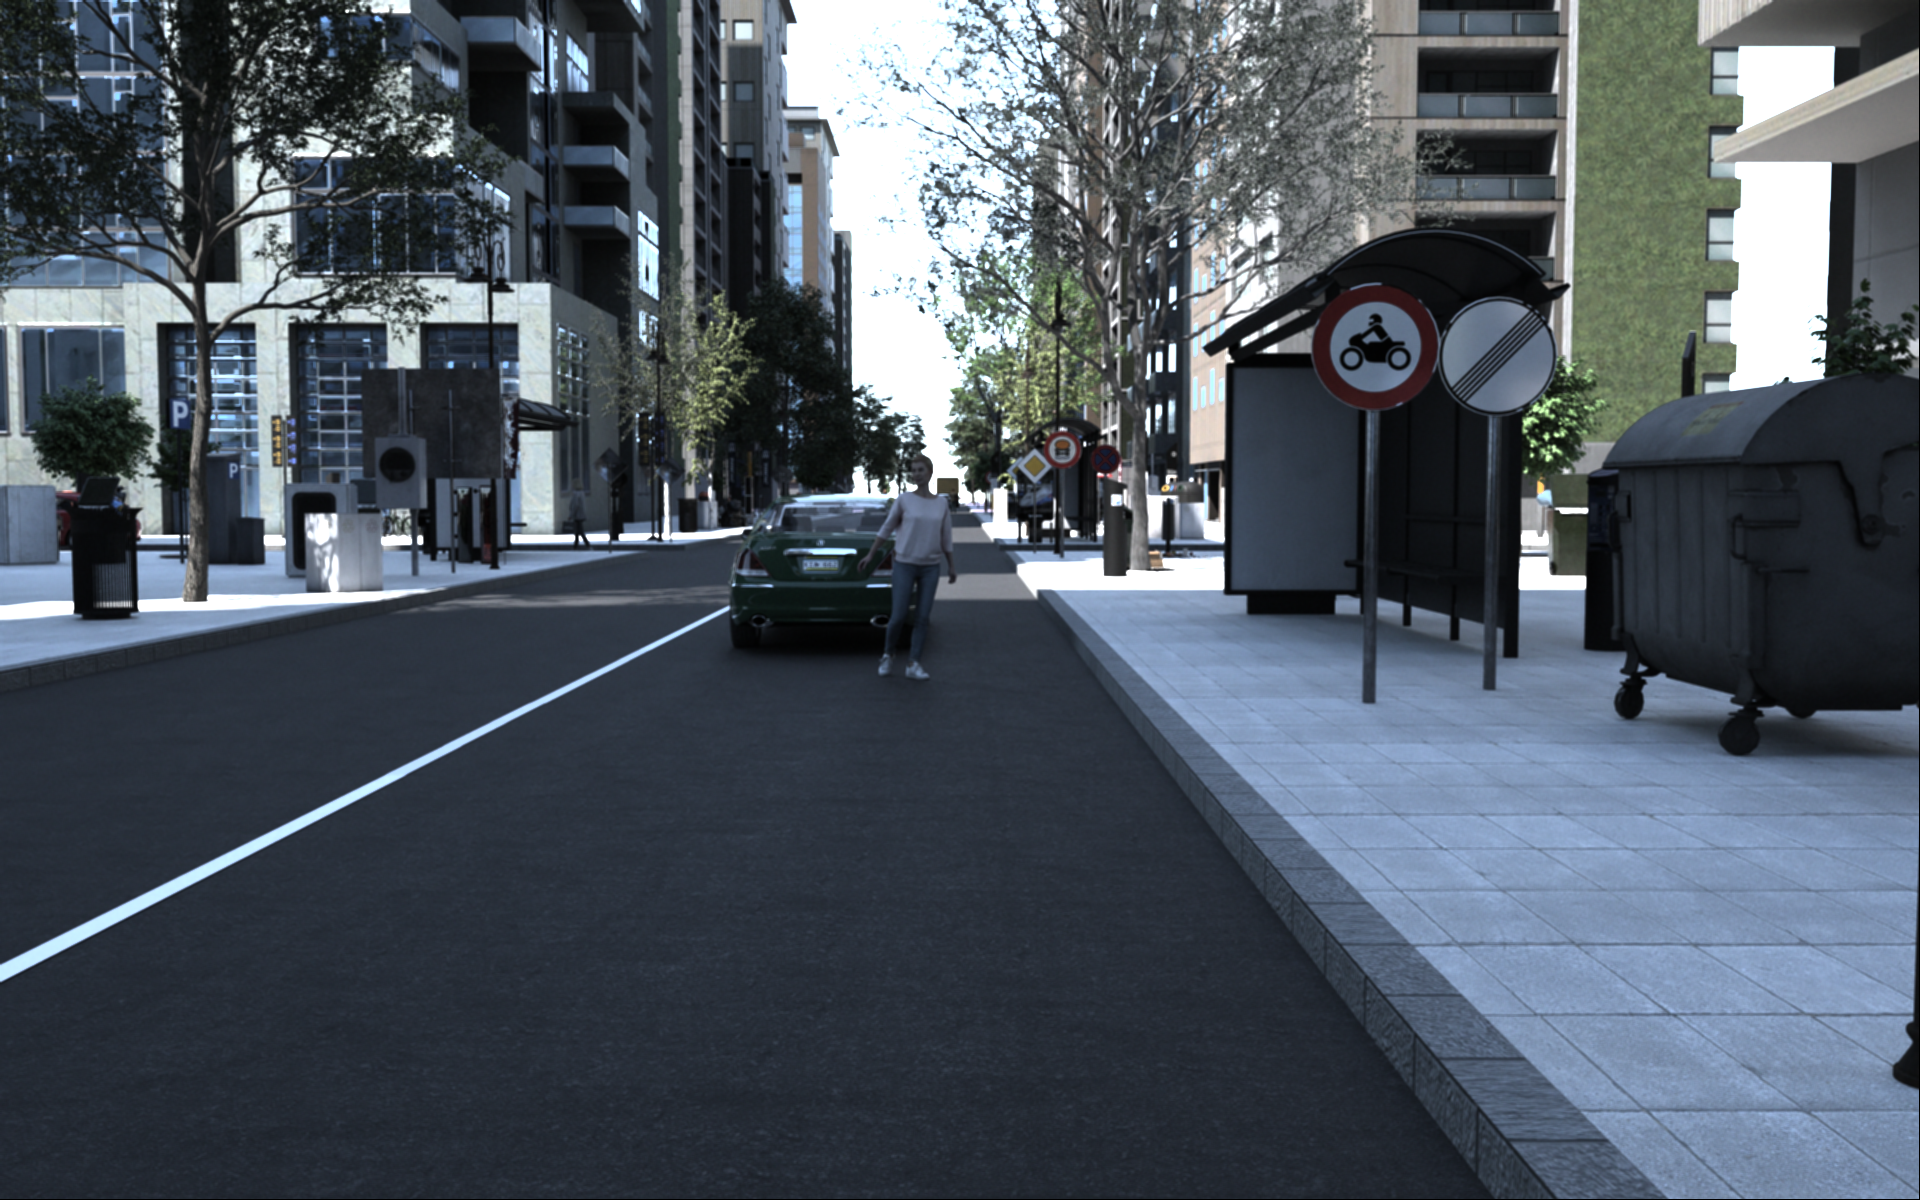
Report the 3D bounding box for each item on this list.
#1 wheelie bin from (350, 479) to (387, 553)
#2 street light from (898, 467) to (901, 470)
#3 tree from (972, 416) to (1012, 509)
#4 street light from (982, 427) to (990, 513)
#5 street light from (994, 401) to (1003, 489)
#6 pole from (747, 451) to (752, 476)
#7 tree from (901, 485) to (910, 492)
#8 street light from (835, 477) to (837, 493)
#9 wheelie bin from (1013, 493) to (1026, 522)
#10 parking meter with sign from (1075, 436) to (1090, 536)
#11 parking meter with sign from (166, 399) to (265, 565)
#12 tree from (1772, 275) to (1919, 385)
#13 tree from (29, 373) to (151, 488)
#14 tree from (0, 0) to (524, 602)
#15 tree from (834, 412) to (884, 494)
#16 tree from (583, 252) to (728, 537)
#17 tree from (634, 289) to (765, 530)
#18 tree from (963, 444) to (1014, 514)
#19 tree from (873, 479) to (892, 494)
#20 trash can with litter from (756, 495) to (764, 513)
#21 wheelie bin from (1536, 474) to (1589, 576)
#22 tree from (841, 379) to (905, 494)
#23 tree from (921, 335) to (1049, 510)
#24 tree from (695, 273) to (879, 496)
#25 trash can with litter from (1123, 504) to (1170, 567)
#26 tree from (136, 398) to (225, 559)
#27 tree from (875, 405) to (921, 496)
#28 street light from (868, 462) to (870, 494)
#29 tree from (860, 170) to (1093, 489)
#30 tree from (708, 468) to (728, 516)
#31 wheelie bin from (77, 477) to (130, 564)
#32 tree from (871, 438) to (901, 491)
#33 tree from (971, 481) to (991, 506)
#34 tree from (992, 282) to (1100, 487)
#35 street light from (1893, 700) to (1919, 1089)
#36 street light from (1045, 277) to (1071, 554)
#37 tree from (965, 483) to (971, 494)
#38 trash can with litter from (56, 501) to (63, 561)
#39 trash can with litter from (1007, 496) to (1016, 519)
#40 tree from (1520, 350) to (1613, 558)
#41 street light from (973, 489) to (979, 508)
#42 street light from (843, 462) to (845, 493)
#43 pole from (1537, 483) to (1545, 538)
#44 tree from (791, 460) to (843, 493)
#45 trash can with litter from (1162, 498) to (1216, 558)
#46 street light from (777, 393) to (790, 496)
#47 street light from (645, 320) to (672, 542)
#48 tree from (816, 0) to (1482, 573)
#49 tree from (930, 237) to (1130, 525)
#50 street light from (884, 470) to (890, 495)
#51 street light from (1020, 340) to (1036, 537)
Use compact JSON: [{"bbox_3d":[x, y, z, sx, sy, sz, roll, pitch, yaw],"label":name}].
[{"bbox_3d":[-12.778,-1.793,37.218,0.980,1.594,0.693,-1,4,-14],"label":"wheelie bin"},{"bbox_3d":[-8.404,-16.289,239.116,0.468,5.910,1.993,0,3,0],"label":"street light"},{"bbox_3d":[2.935,-13.609,172.864,4.360,8.622,3.978,0,3,0],"label":"tree"},{"bbox_3d":[1.835,-9.018,120.232,0.468,5.910,1.993,0,3,0],"label":"street light"},{"bbox_3d":[1.928,-6.932,86.133,0.468,5.910,1.993,0,3,0],"label":"street light"},{"bbox_3d":[-10.015,-5.425,82.549,0.158,3.312,0.155,0,3,0],"label":"pole"},{"bbox_3d":[-8.753,-17.339,278.094,1.663,3.219,1.824,0,3,0],"label":"tree"},{"bbox_3d":[-8.167,-8.631,113.906,0.468,5.910,1.993,0,3,0],"label":"street light"},{"bbox_3d":[2.920,-4.342,78.902,0.980,1.594,0.693,0,4,8],"label":"wheelie bin"},{"bbox_3d":[3.789,-3.480,53.155,0.543,3.016,1.738,0,4,-3],"label":"parking meter with sign"},{"bbox_3d":[-13.581,-2.168,31.704,1.738,3.016,0.543,1,4,16],"label":"parking meter with sign"},{"bbox_3d":[8.092,-1.271,15.379,1.663,3.219,1.824,0,3,0],"label":"tree"},{"bbox_3d":[-23.605,-3.877,47.097,4.285,4.588,4.351,0,3,0],"label":"tree"},{"bbox_3d":[-8.773,-5.259,20.396,7.601,10.594,8.767,-2,4,-27],"label":"tree"},{"bbox_3d":[-9.341,-11.812,143.485,4.737,8.622,4.395,0,3,0],"label":"tree"},{"bbox_3d":[-9.061,-6.214,51.968,4.360,8.622,3.978,0,3,0],"label":"tree"},{"bbox_3d":[-9.134,-6.803,61.587,4.737,8.622,4.395,0,3,0],"label":"tree"},{"bbox_3d":[2.221,-7.856,112.165,4.285,4.588,4.351,0,3,0],"label":"tree"},{"bbox_3d":[-8.516,-11.677,185.527,1.663,3.219,1.824,0,3,0],"label":"tree"},{"bbox_3d":[-13.833,-6.642,119.656,1.678,1.210,2.233,0,4,2],"label":"trash can with litter"},{"bbox_3d":[9.551,-1.181,27.218,0.980,1.594,0.693,1,4,8],"label":"wheelie bin"},{"bbox_3d":[-9.174,-15.460,170.896,7.486,12.596,7.792,0,3,0],"label":"tree"},{"bbox_3d":[2.669,-14.145,137.921,9.857,13.997,8.962,0,3,0],"label":"tree"},{"bbox_3d":[-8.992,-10.570,89.825,9.611,12.733,9.660,0,3,0],"label":"tree"},{"bbox_3d":[3.127,-1.157,30.307,1.055,1.170,0.624,0,4,0],"label":"trash can with litter"},{"bbox_3d":[-15.678,-2.456,34.752,1.663,3.219,1.824,0,3,0],"label":"tree"},{"bbox_3d":[-8.548,-20.760,246.084,9.857,13.997,8.962,0,3,0],"label":"tree"},{"bbox_3d":[-8.217,-11.213,156.119,0.468,5.910,1.993,0,3,0],"label":"street light"},{"bbox_3d":[0.958,-15.031,101.650,12.611,20.169,13.585,0,3,0],"label":"tree"},{"bbox_3d":[-14.021,-6.414,99.475,1.663,3.219,1.824,0,3,0],"label":"tree"},{"bbox_3d":[-15.823,-1.473,31.988,0.980,1.594,0.693,0,4,7],"label":"wheelie bin"},{"bbox_3d":[-9.152,-15.874,209.895,4.360,8.622,3.978,0,3,0],"label":"tree"},{"bbox_3d":[2.668,-12.138,193.054,1.663,3.219,1.824,0,3,0],"label":"tree"},{"bbox_3d":[2.878,-6.764,60.960,4.737,8.622,4.395,0,3,0],"label":"tree"},{"bbox_3d":[2.139,-1.885,3.604,0.468,5.910,1.993,0,3,0],"label":"street light"},{"bbox_3d":[2.089,-3.928,37.017,0.468,5.910,1.993,0,3,0],"label":"street light"},{"bbox_3d":[1.522,-15.554,248.901,1.663,3.219,1.824,0,3,0],"label":"tree"},{"bbox_3d":[-17.515,-1.301,32.665,1.055,1.170,0.624,0,4,1],"label":"trash can with litter"},{"bbox_3d":[2.688,-4.719,88.538,0.624,1.170,1.055,-1,4,-11],"label":"trash can with litter"},{"bbox_3d":[11.585,-3.168,35.514,4.285,4.588,4.351,0,3,0],"label":"tree"},{"bbox_3d":[1.714,-11.610,162.618,0.468,5.910,1.993,0,3,0],"label":"street light"},{"bbox_3d":[-8.185,-9.138,122.201,0.468,5.910,1.993,0,3,0],"label":"street light"},{"bbox_3d":[16.947,-3.464,50.486,0.158,3.312,0.155,0,3,0],"label":"pole"},{"bbox_3d":[-8.467,-7.237,102.045,4.285,4.588,4.351,0,3,0],"label":"tree"},{"bbox_3d":[4.386,-1.510,35.752,1.678,1.210,2.233,0,4,4],"label":"trash can with litter"},{"bbox_3d":[-8.111,-6.536,79.647,0.468,5.910,1.993,0,3,0],"label":"street light"},{"bbox_3d":[-8.032,-4.492,46.234,0.468,5.910,1.993,0,3,0],"label":"street light"},{"bbox_3d":[2.887,-7.221,28.427,12.009,13.543,11.850,0,3,0],"label":"tree"},{"bbox_3d":[2.940,-8.904,71.338,9.928,11.665,9.643,0,3,0],"label":"tree"},{"bbox_3d":[-8.391,-14.244,205.684,0.468,5.910,1.993,0,3,0],"label":"street light"},{"bbox_3d":[2.033,-4.853,52.142,0.468,5.910,1.993,0,3,0],"label":"street light"}]
